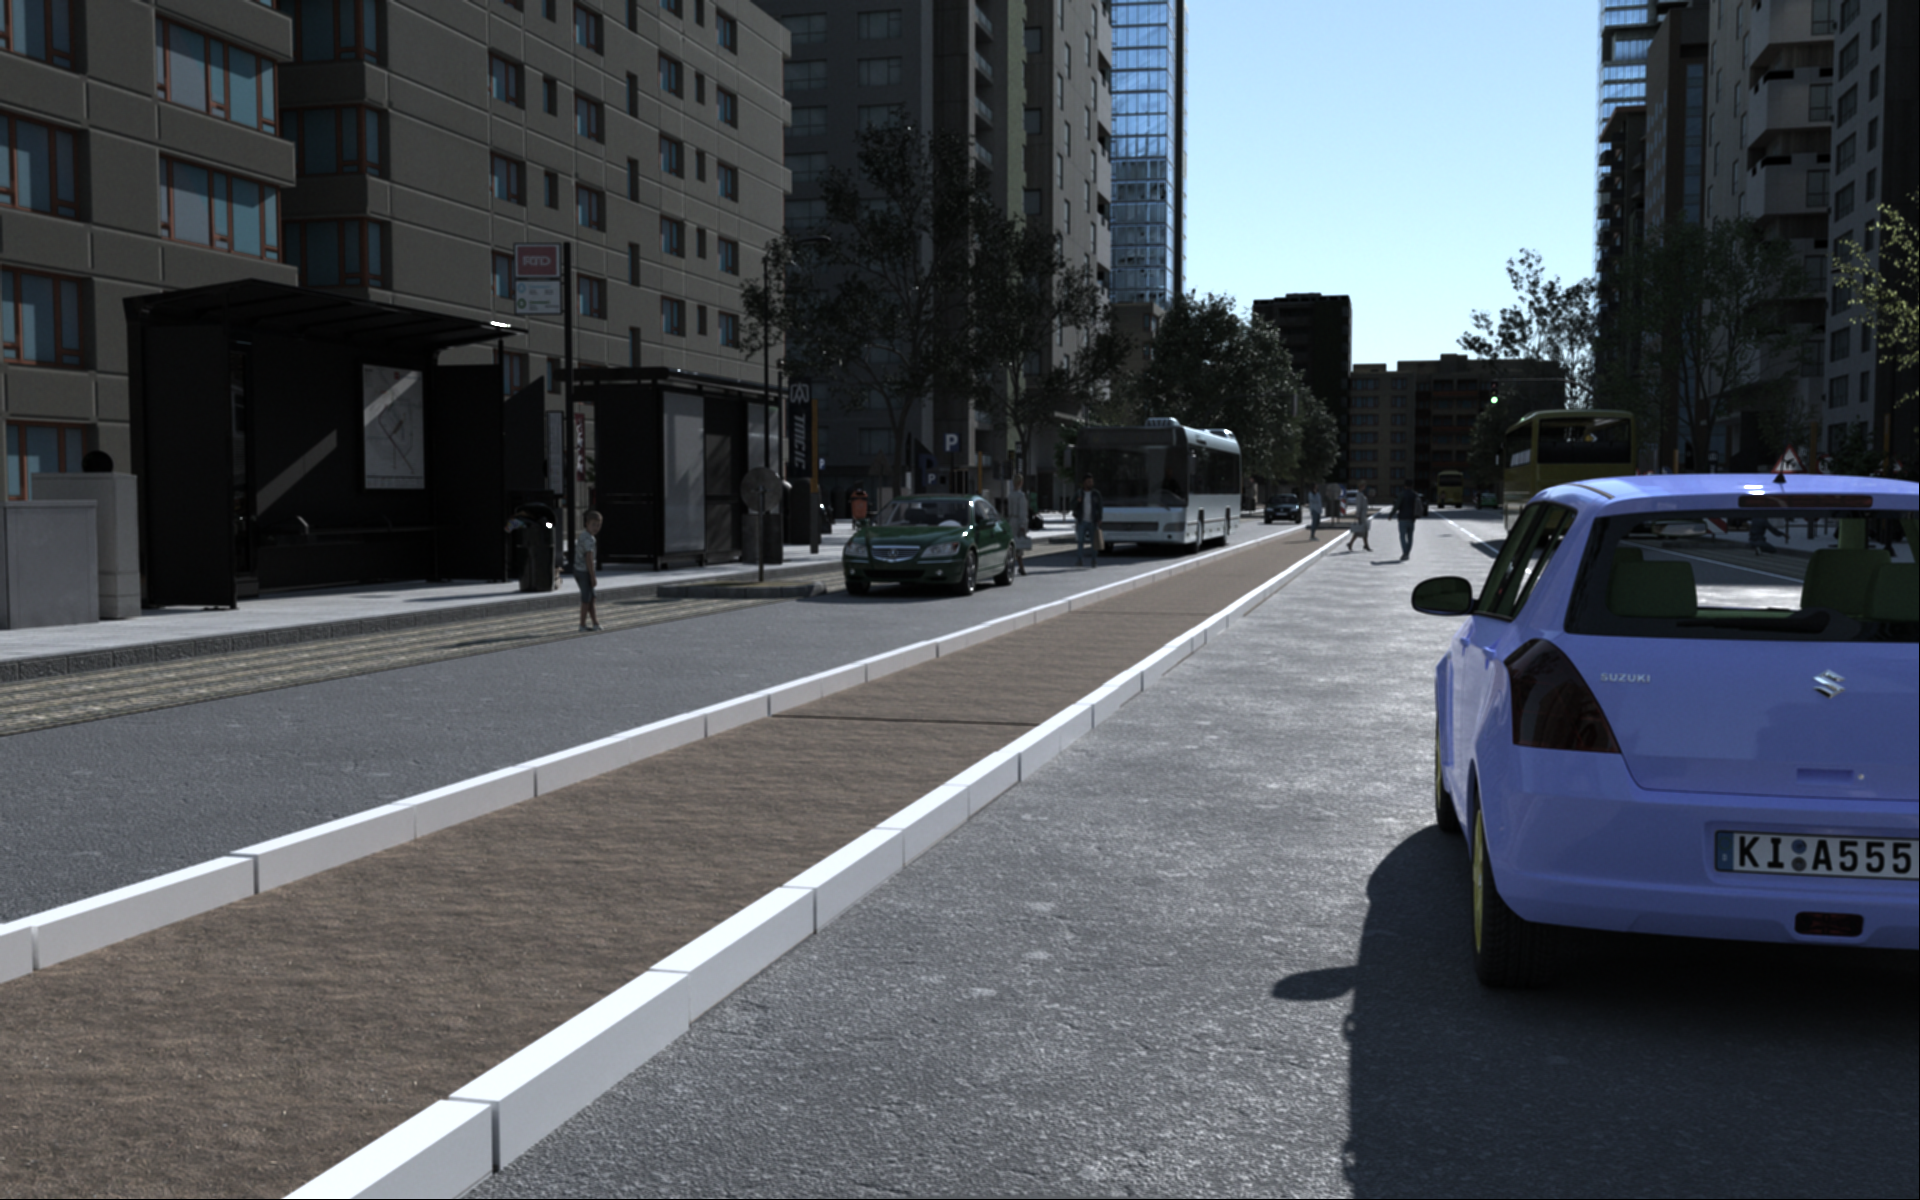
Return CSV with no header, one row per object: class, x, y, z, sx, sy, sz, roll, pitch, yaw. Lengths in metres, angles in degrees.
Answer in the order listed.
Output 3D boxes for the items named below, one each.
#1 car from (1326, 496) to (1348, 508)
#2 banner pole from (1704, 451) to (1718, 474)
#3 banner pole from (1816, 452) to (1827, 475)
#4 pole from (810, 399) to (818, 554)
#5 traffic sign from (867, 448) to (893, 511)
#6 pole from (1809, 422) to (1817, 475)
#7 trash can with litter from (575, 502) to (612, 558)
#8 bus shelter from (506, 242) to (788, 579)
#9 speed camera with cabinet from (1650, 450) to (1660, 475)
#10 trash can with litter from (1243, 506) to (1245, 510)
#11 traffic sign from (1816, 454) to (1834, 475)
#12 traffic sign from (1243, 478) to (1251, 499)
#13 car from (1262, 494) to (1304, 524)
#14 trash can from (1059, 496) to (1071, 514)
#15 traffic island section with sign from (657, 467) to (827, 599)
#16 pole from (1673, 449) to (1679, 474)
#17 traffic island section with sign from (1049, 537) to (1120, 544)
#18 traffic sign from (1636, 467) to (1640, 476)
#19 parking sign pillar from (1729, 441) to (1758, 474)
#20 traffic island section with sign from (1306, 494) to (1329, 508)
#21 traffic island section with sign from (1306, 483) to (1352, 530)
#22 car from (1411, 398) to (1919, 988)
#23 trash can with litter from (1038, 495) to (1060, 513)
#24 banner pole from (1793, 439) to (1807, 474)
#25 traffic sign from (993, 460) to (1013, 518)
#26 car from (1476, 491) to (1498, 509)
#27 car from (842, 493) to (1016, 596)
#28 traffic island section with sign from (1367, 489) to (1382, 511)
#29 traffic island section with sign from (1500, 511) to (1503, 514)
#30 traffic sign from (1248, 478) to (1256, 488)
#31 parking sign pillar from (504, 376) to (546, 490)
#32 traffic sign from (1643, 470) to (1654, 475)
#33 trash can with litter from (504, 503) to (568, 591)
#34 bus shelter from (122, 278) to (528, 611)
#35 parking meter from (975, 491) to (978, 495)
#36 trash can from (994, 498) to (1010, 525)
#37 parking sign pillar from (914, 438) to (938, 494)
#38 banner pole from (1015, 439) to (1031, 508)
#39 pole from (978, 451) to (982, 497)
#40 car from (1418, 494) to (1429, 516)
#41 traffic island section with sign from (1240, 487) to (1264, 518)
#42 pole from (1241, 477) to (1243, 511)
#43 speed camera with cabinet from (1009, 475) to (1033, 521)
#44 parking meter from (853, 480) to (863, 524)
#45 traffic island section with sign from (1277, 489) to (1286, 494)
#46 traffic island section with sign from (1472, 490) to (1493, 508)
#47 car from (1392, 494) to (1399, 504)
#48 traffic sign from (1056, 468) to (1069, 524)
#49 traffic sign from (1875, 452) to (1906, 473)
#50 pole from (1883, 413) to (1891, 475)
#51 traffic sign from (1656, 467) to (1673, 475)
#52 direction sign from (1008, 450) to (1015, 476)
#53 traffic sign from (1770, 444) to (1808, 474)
car,37.376,-9.775,171.613,2.131,1.459,4.920,1,4,14
banner pole,38.248,-6.020,88.448,0.863,3.779,0.401,1,4,15
banner pole,45.232,-6.204,91.449,0.863,3.779,0.401,2,4,29
pole,-3.141,-2.654,37.237,0.158,3.312,0.155,0,3,0
traffic sign,-2.264,-3.015,49.295,0.884,2.594,0.081,1,4,22
pole,24.215,-3.386,49.208,0.158,3.312,0.155,0,3,0
trash can with litter,-7.317,-1.397,34.221,1.055,1.170,0.624,-3,5,-45
bus shelter,-5.407,-3.211,30.137,2.179,5.291,8.768,1,4,15
speed camera with cabinet,30.621,-5.097,77.671,2.038,3.252,0.660,-1,4,-8
trash can with litter,23.222,-8.082,143.532,1.055,1.170,0.624,-2,4,-24
traffic sign,27.354,-3.335,54.640,0.768,2.556,0.104,1,4,20
traffic sign,21.968,-8.149,133.341,0.768,2.556,0.104,1,4,16
car,15.763,-4.563,84.392,2.009,1.686,4.222,1,4,13
trash can,6.775,-6.129,111.869,0.748,1.137,0.748,0,3,0
traffic island section with sign,-2.987,-0.976,24.586,1.989,1.847,2.006,1,4,14
pole,32.656,-5.212,79.058,0.158,3.312,0.155,0,3,0
traffic island section with sign,3.763,-2.572,50.686,1.989,1.847,2.006,1,4,14
traffic sign,29.847,-4.708,77.083,0.768,2.556,0.104,1,4,17
parking sign pillar,39.280,-6.018,86.861,1.447,3.967,1.447,2,4,25
traffic island section with sign,36.803,-10.411,178.843,1.989,1.847,2.006,1,4,14
traffic island section with sign,15.234,-3.838,70.885,2.006,1.907,1.989,1,4,14
car,2.608,0.212,6.133,1.945,1.707,3.694,1,4,13
trash can with litter,6.065,-6.420,116.017,2.233,1.210,1.678,-1,4,-19
banner pole,37.956,-5.406,78.406,0.401,3.779,0.863,-2,4,-28
traffic sign,1.266,-3.017,51.456,0.606,2.300,0.079,1,4,19
car,50.008,-9.504,164.179,1.959,1.807,4.718,1,4,14
car,-0.380,-0.873,26.066,2.131,1.459,4.920,1,4,13
traffic island section with sign,35.853,-8.727,150.824,2.006,1.907,1.989,1,4,14
traffic island section with sign,40.423,-7.184,126.092,1.989,1.847,2.006,1,4,14
traffic sign,22.480,-8.181,133.864,0.768,2.556,0.104,1,4,22
parking sign pillar,-10.082,-3.105,39.234,1.447,3.967,1.447,-3,4,-38
traffic sign,36.851,-5.656,92.574,0.768,2.556,0.104,1,4,17
trash can with litter,-5.628,-0.710,22.997,0.624,1.170,1.055,0,4,-2
bus shelter,-7.772,-1.885,22.108,1.731,3.624,6.357,1,4,14
parking meter,1.018,-5.227,93.870,0.372,1.533,0.369,0,3,0
trash can,1.692,-3.481,68.564,0.748,1.137,0.748,0,3,0
parking sign pillar,-1.603,-5.838,83.929,1.447,3.967,1.447,3,5,44
banner pole,2.695,-5.049,72.574,0.863,3.779,0.401,1,4,19
pole,0.950,-5.419,82.451,0.158,3.312,0.155,0,3,0
car,29.467,-6.280,112.470,2.009,1.686,4.222,1,4,13
traffic island section with sign,17.431,-5.817,103.730,1.989,1.847,2.006,1,4,14
pole,21.202,-8.360,130.524,0.158,3.312,0.155,0,3,0
speed camera with cabinet,2.916,-5.389,82.438,0.660,3.252,2.038,1,4,20
parking meter,-4.364,-4.191,74.233,0.399,1.863,0.255,-1,4,-21
traffic island section with sign,24.172,-7.413,129.832,1.989,1.847,2.006,1,4,14
traffic island section with sign,52.971,-10.161,174.753,1.989,1.847,2.006,1,4,14
car,45.568,-10.313,178.401,2.009,1.686,4.222,1,4,15
traffic sign,4.460,-4.525,74.094,0.768,2.556,0.104,1,4,15
traffic sign,24.022,-2.744,44.875,0.884,2.594,0.081,1,4,20
pole,23.511,-3.063,43.919,0.158,3.312,0.155,0,3,0
traffic sign,32.582,-4.898,80.189,0.768,2.556,0.104,1,4,22
direction sign,2.896,-5.953,89.329,0.876,3.537,0.379,-1,4,-12
traffic sign,21.328,-2.728,44.609,0.884,2.594,0.081,1,4,16
